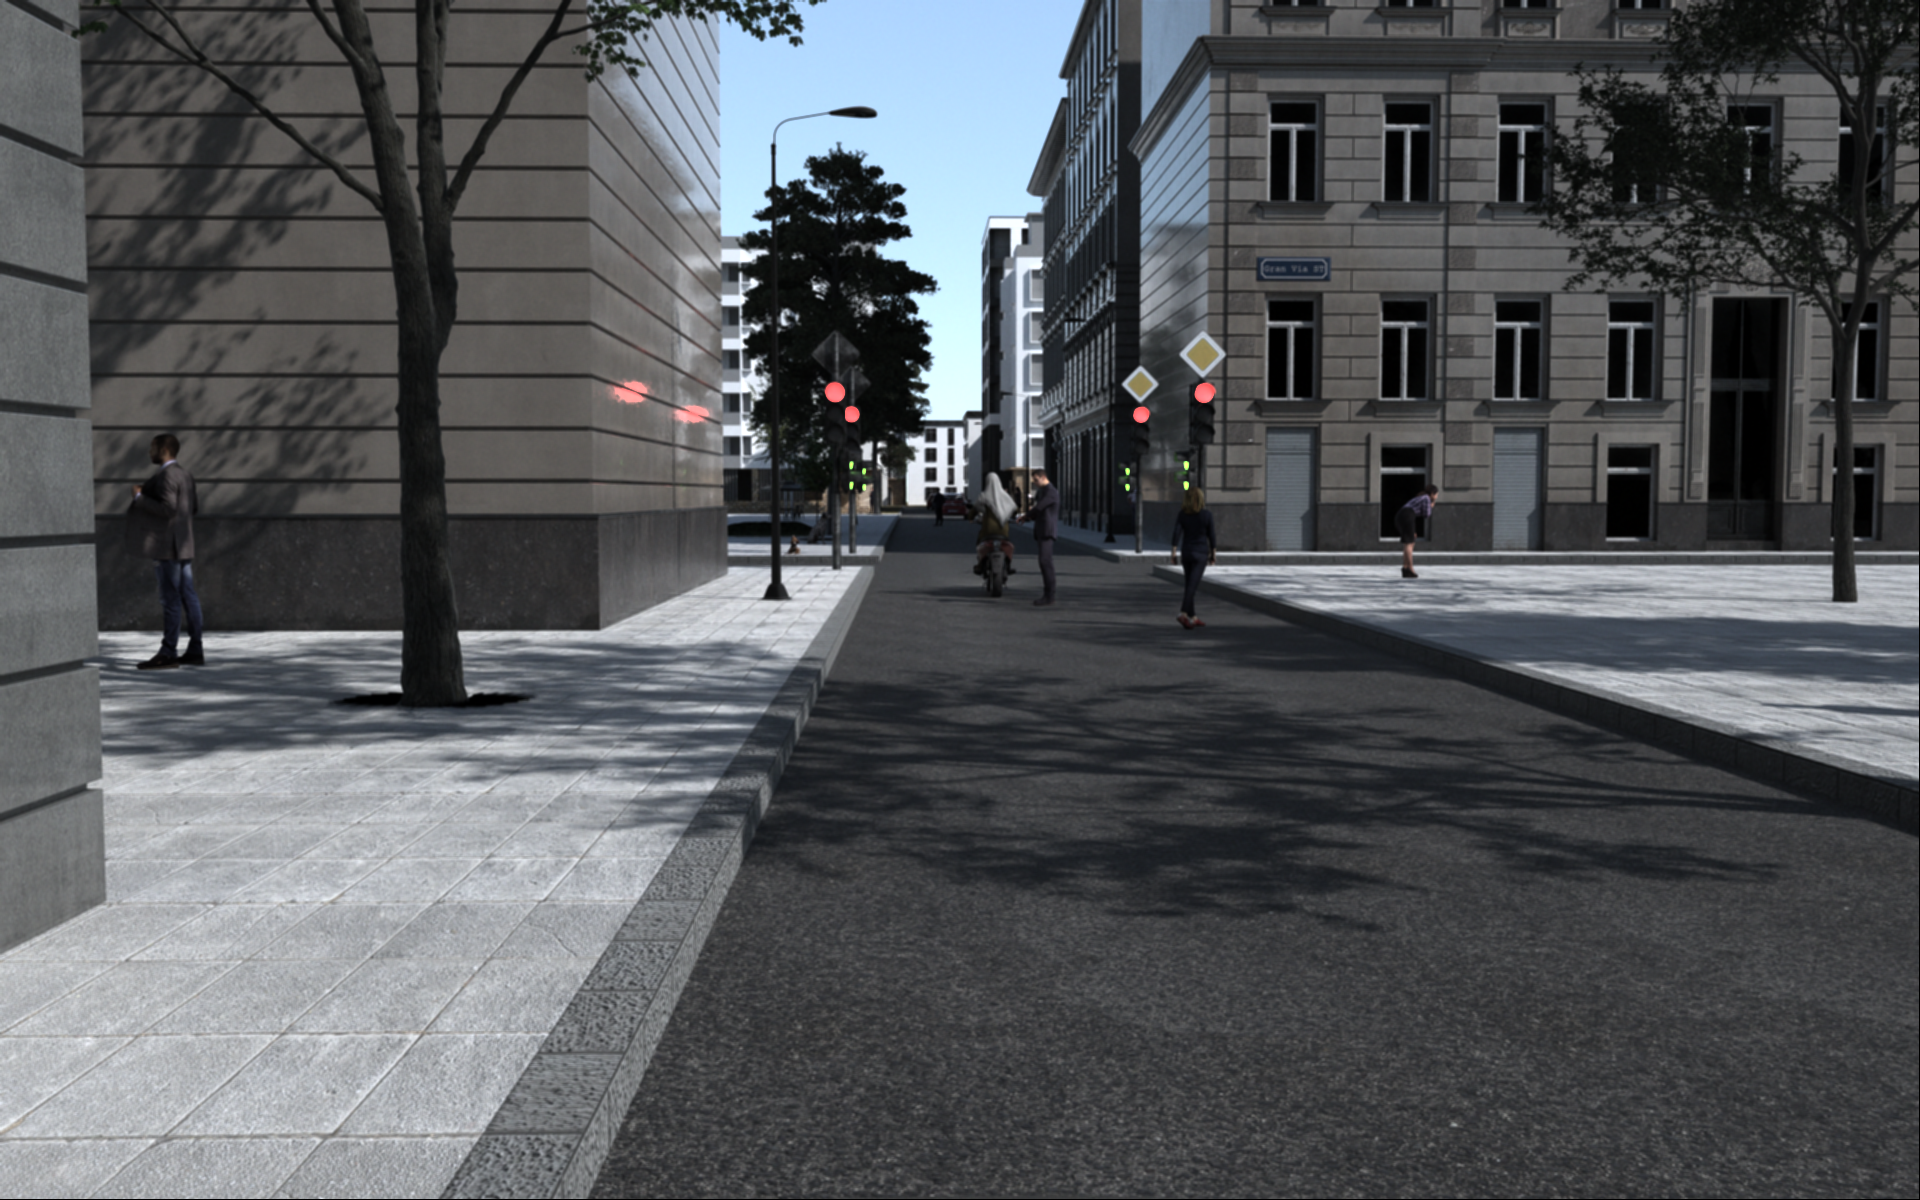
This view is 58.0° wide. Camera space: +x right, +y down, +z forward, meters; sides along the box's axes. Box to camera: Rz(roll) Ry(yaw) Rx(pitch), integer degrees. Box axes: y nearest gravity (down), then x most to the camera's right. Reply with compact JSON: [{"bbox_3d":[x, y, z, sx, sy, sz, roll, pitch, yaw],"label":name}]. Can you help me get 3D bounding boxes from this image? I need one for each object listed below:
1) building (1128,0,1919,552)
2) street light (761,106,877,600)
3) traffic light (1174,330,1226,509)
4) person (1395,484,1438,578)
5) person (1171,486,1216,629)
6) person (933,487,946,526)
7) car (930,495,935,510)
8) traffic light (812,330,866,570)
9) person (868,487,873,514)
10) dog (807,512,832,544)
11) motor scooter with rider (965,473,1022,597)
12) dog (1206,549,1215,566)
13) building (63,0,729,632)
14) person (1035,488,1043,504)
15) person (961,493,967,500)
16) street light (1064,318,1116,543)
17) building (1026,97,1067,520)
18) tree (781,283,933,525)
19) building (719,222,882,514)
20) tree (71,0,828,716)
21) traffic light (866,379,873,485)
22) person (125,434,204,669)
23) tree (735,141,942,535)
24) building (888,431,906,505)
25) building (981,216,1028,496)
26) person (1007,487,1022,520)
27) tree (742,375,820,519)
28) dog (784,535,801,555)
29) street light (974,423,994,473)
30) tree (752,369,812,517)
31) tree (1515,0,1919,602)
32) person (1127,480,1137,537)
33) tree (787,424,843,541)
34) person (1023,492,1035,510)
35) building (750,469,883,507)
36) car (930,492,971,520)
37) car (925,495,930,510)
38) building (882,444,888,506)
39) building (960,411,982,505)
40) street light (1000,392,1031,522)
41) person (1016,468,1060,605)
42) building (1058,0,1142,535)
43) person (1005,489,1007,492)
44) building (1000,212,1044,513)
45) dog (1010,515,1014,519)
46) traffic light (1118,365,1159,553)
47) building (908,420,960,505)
[{"bbox_3d":[17.344,-15.058,43.465,25.104,27.353,12.463,0,4,-2],"label":"building"},{"bbox_3d":[-1.693,-2.958,20.902,1.470,5.913,1.316,0,4,-2],"label":"street light"},{"bbox_3d":[4.084,-2.460,29.468,0.839,4.213,0.868,0,4,-2],"label":"traffic light"},{"bbox_3d":[6.973,-1.052,26.476,0.697,1.427,0.421,-1,4,-15],"label":"person"},{"bbox_3d":[2.493,-0.459,18.544,0.480,1.512,0.613,1,4,10],"label":"person"},{"bbox_3d":[-1.007,-4.215,78.118,0.504,1.737,0.576,2,4,35],"label":"person"},{"bbox_3d":[-1.668,-8.635,153.182,2.014,1.417,4.499,0,4,-1],"label":"car"},{"bbox_3d":[-2.074,-2.449,29.278,0.839,4.213,0.868,0,4,-2],"label":"traffic light"},{"bbox_3d":[-5.563,-6.309,110.110,0.530,1.710,0.541,-2,4,-29],"label":"person"},{"bbox_3d":[-3.705,-1.839,44.442,0.513,0.831,0.800,-3,5,-44],"label":"dog"},{"bbox_3d":[0.518,-0.957,24.604,0.876,1.779,1.986,0,4,-2],"label":"motor scooter with rider"},{"bbox_3d":[4.797,-0.784,33.010,0.550,0.427,0.748,2,4,35],"label":"dog"},{"bbox_3d":[-15.661,-13.677,20.881,25.104,27.353,12.463,0,4,-2],"label":"building"},{"bbox_3d":[3.438,-3.862,69.724,0.617,1.759,0.750,3,5,43],"label":"person"},{"bbox_3d":[0.356,-9.543,165.301,0.421,1.427,0.697,3,5,44],"label":"person"},{"bbox_3d":[3.438,-4.478,45.750,1.470,5.913,1.316,0,4,-2],"label":"street light"},{"bbox_3d":[8.908,-14.768,92.365,10.553,20.767,40.483,0,4,-2],"label":"building"},{"bbox_3d":[-4.781,-8.446,72.509,7.601,10.594,8.767,-1,4,-15],"label":"tree"},{"bbox_3d":[-13.385,-16.030,118.515,16.016,20.091,11.380,0,4,-2],"label":"building"},{"bbox_3d":[-3.333,-5.176,10.381,9.928,11.665,9.643,0,3,0],"label":"tree"},{"bbox_3d":[-2.301,-2.937,37.260,0.839,4.213,0.868,0,4,-2],"label":"traffic light"},{"bbox_3d":[-5.901,-0.365,12.831,0.431,1.722,0.655,0,4,1],"label":"person"},{"bbox_3d":[-3.920,-8.080,54.165,6.751,12.117,7.091,0,3,0],"label":"tree"},{"bbox_3d":[-12.063,-21.311,204.854,11.380,20.091,16.016,0,4,-2],"label":"building"},{"bbox_3d":[15.628,-18.368,144.298,27.936,21.610,32.646,0,4,-2],"label":"building"},{"bbox_3d":[2.737,-4.692,84.231,0.593,1.643,0.415,1,4,21],"label":"person"},{"bbox_3d":[-8.816,-8.429,88.183,4.737,8.622,4.395,0,3,0],"label":"tree"},{"bbox_3d":[-3.608,-1.172,36.898,0.550,0.427,0.748,2,4,32],"label":"dog"},{"bbox_3d":[1.633,-8.564,112.563,1.470,5.913,1.316,0,4,-2],"label":"street light"},{"bbox_3d":[-9.436,-8.812,94.444,4.360,8.622,3.978,0,3,0],"label":"tree"},{"bbox_3d":[10.191,-5.254,20.310,7.601,10.594,8.767,0,4,-2],"label":"tree"},{"bbox_3d":[5.327,-2.725,51.541,0.436,1.711,0.756,-2,4,-24],"label":"person"},{"bbox_3d":[-4.073,-3.275,48.154,1.663,3.219,1.824,0,3,0],"label":"tree"},{"bbox_3d":[4.543,-6.423,114.242,0.799,1.438,0.628,-1,4,-13],"label":"person"},{"bbox_3d":[-15.939,-18.113,162.608,16.747,18.905,31.486,0,4,-2],"label":"building"},{"bbox_3d":[-0.427,-5.392,97.197,2.155,1.783,4.494,0,4,-1],"label":"car"},{"bbox_3d":[-2.190,-9.292,160.965,2.155,1.783,4.494,0,4,-2],"label":"car"},{"bbox_3d":[-21.627,-14.781,183.815,28.070,9.664,9.099,0,4,-2],"label":"building"},{"bbox_3d":[5.227,-14.234,174.869,9.099,9.664,28.070,0,4,-2],"label":"building"},{"bbox_3d":[2.545,-6.524,79.216,1.470,5.913,1.316,0,4,-2],"label":"street light"},{"bbox_3d":[1.013,-0.830,22.513,0.568,1.767,0.683,-1,4,-8],"label":"person"},{"bbox_3d":[9.218,-13.082,63.036,9.793,20.994,18.267,0,4,-2],"label":"building"},{"bbox_3d":[3.039,-6.581,115.107,0.415,1.643,0.593,0,4,-1],"label":"person"},{"bbox_3d":[10.947,-16.258,122.231,16.016,20.091,11.380,0,4,-2],"label":"building"},{"bbox_3d":[2.720,-4.586,89.361,0.800,0.831,0.513,-2,4,-29],"label":"dog"},{"bbox_3d":[3.858,-2.948,37.450,0.839,4.213,0.868,0,4,-2],"label":"traffic light"},{"bbox_3d":[7.828,-15.872,201.654,28.070,9.664,9.099,0,4,-2],"label":"building"}]
